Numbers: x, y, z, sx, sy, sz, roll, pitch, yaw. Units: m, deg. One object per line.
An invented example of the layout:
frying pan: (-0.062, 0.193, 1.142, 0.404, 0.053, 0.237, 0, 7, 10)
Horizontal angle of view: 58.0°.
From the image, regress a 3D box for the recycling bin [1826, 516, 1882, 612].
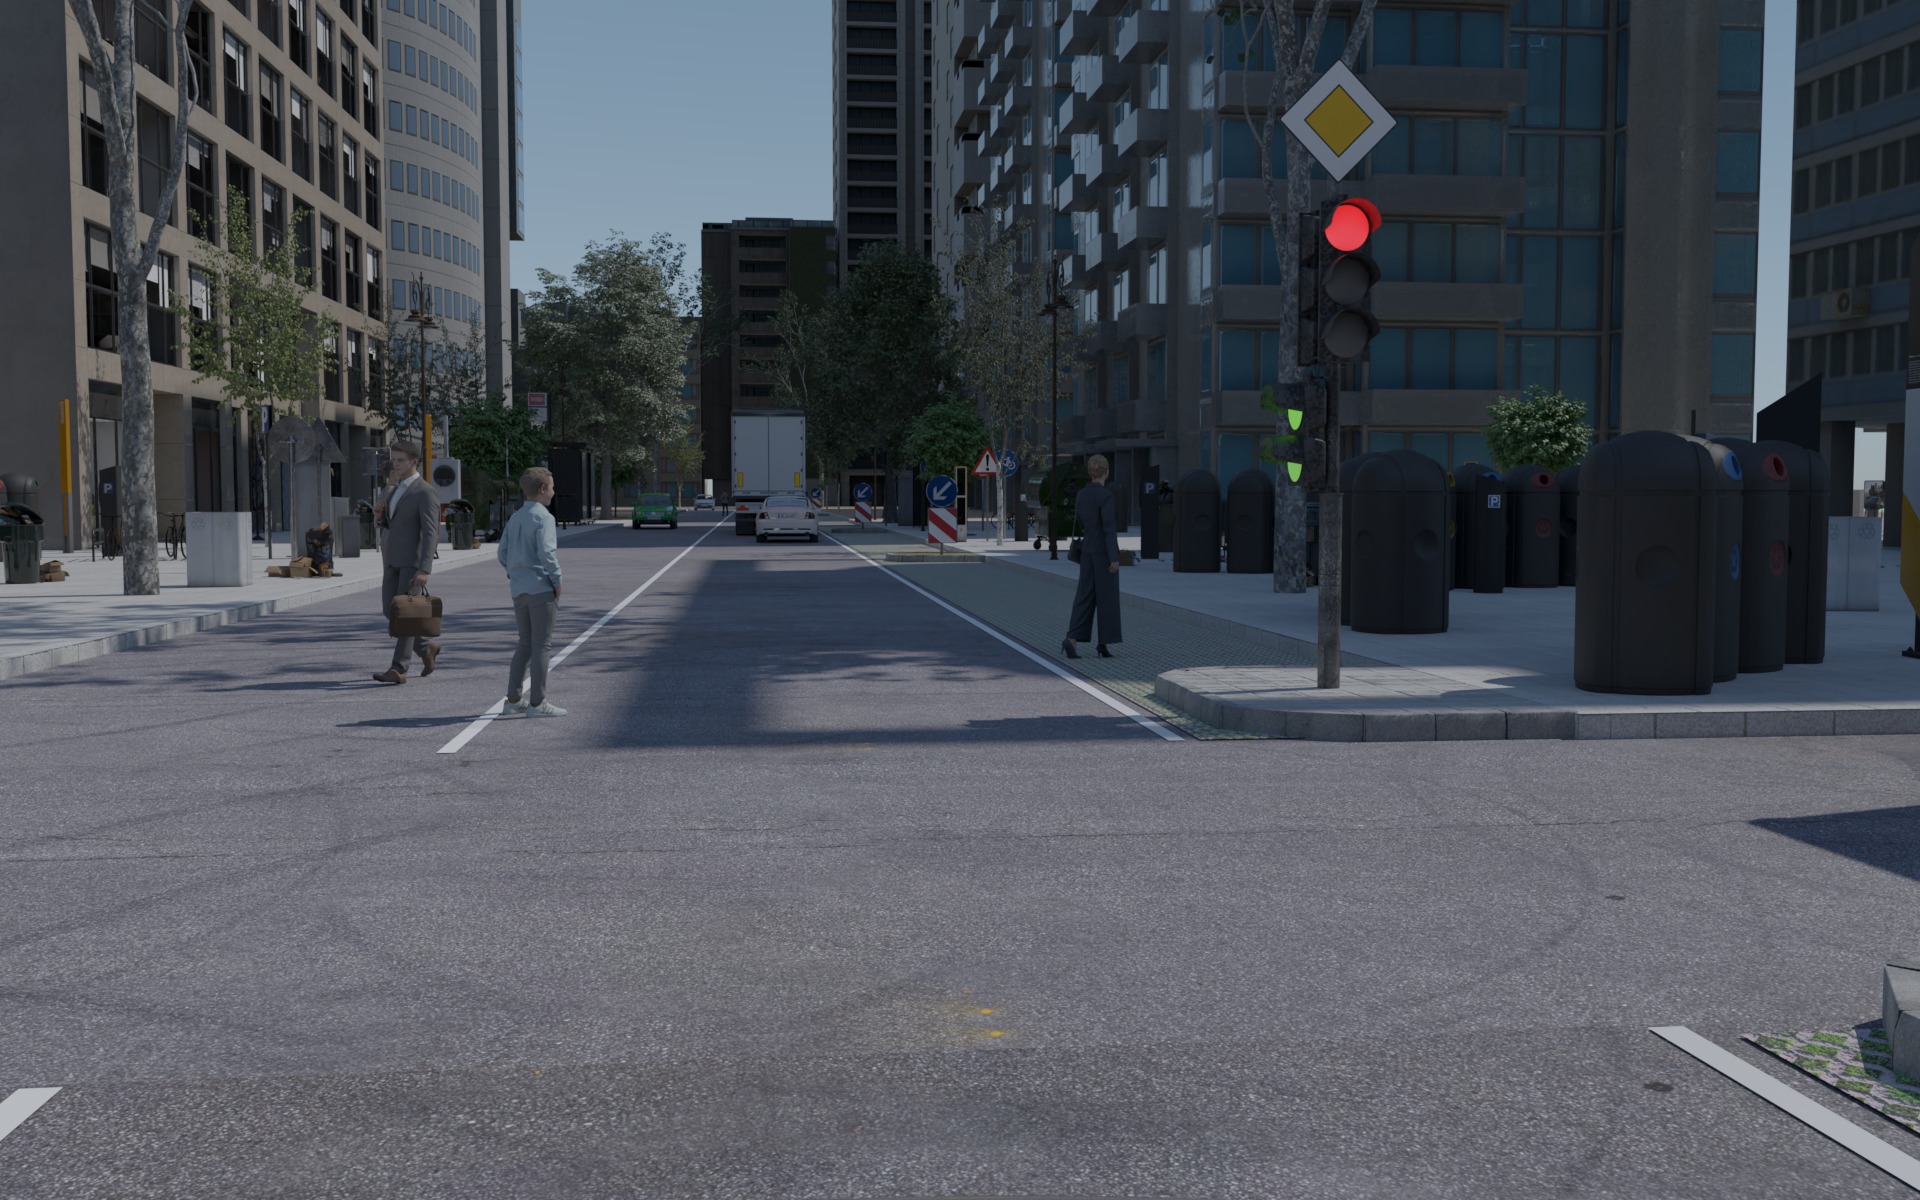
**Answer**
recycling bin: (9.737, -0.411, 19.272, 0.722, 1.027, 0.722, 0, 4, 6)

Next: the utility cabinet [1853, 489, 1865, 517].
utility cabinet: (39.108, -4.126, 76.136, 0.318, 1.500, 1.173, -2, 4, -25)

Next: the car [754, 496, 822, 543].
car: (-5.221, -2.454, 52.491, 2.083, 1.381, 4.827, 0, 4, -5)

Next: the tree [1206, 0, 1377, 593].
tree: (5.777, -10.156, 21.943, 12.611, 20.169, 13.585, 0, 3, 0)

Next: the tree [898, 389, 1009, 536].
tree: (-0.284, -4.288, 53.818, 4.285, 4.588, 4.351, 0, 3, 0)

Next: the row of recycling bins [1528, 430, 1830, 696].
row of recycling bins: (5.317, -0.322, 12.376, 1.069, 1.692, 3.534, 3, 5, 41)

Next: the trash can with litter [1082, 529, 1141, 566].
trash can with litter: (2.718, -1.207, 31.122, 1.055, 1.170, 0.624, 1, 4, 14)

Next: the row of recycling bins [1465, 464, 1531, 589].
row of recycling bins: (7.412, -1.018, 23.752, 3.534, 1.692, 1.069, -1, 4, -22)

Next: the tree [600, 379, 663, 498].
tree: (-20.328, -9.673, 108.515, 4.360, 8.622, 3.978, 0, 3, 0)

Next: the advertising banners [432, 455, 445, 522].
advertising banners: (-23.407, -5.042, 78.617, 0.090, 3.025, 2.074, 1, 4, 21)

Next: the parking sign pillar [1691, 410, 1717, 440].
parking sign pillar: (23.967, -4.115, 55.744, 1.447, 3.967, 1.447, -3, 5, -44)

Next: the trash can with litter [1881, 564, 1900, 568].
trash can with litter: (15.476, -1.202, 30.708, 2.233, 1.210, 1.678, 3, 4, 38)

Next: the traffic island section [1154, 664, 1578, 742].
traffic island section: (2.463, 0.661, 11.477, 2.009, 0.180, 2.903, 0, 4, -7)

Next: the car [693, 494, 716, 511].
car: (-22.254, -8.491, 150.827, 2.014, 1.417, 4.499, 0, 4, -8)

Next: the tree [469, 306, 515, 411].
tree: (-19.603, -7.212, 68.273, 4.360, 8.622, 3.978, 0, 3, 0)

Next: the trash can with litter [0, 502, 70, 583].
trash can with litter: (-13.458, -0.836, 25.053, 0.624, 1.170, 1.055, 1, 4, 9)

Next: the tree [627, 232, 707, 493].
tree: (-20.540, -16.349, 123.195, 12.611, 20.169, 13.585, 0, 3, 0)

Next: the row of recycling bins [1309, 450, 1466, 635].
row of recycling bins: (4.225, -0.633, 17.468, 1.069, 1.692, 3.534, 0, 4, 7)

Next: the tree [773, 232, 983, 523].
tree: (-3.098, -9.733, 76.138, 9.611, 12.733, 9.660, 0, 3, 0)

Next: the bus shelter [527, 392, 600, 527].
bus shelter: (-16.252, -5.713, 71.039, 2.179, 5.291, 8.768, 0, 4, -7)

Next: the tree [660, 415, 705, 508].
tree: (-25.792, -12.850, 160.462, 4.737, 8.622, 4.395, 0, 3, 0)

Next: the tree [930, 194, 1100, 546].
tree: (1.080, -5.648, 42.700, 4.360, 8.622, 3.978, 0, 3, 0)

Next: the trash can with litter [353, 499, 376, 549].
trash can with litter: (-13.535, -1.768, 40.297, 1.055, 1.170, 0.624, -2, 4, -24)

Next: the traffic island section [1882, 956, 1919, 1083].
traffic island section: (3.401, 1.146, 3.547, 2.009, 0.180, 2.903, 0, 4, -7)

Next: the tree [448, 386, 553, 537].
tree: (-14.088, -4.221, 52.735, 4.285, 4.588, 4.351, 0, 3, 0)

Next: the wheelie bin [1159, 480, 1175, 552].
wheelie bin: (4.537, -1.859, 38.300, 0.693, 1.594, 0.980, 1, 4, 16)

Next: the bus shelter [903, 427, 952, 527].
bus shelter: (-0.975, -4.430, 63.716, 1.731, 3.624, 6.357, 0, 4, -7)

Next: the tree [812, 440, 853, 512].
tree: (-11.324, -12.168, 149.315, 4.737, 8.622, 4.395, 0, 3, 0)

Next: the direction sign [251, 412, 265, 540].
direction sign: (-19.492, -3.424, 47.975, 0.379, 3.537, 0.876, -1, 4, -11)

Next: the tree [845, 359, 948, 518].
tree: (-3.735, -9.661, 92.372, 7.601, 10.594, 8.767, 1, 4, 21)

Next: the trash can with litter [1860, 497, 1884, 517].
trash can with litter: (39.196, -3.870, 74.665, 1.055, 1.170, 0.624, -1, 4, -20)

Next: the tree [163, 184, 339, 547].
tree: (-16.652, -5.565, 41.352, 4.737, 8.622, 4.395, 0, 3, 0)

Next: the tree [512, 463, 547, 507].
tree: (-14.785, -3.941, 59.035, 1.663, 3.219, 1.824, 0, 3, 0)

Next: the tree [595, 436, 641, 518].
tree: (-19.016, -6.821, 95.229, 4.285, 4.588, 4.351, 0, 3, 0)

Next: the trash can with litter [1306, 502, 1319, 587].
trash can with litter: (4.894, -0.781, 24.162, 0.624, 1.170, 1.055, 2, 4, 25)

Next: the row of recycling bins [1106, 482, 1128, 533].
row of recycling bins: (4.288, -3.164, 58.838, 1.069, 1.692, 3.534, -3, 5, -42)

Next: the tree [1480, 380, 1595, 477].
tree: (16.724, -4.063, 50.138, 4.285, 4.588, 4.351, 0, 3, 0)

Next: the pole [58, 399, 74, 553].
pole: (-19.282, -2.661, 37.350, 0.158, 3.312, 0.155, 0, 3, 0)

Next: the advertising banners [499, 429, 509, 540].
advertising banners: (-12.056, -3.038, 45.861, 0.090, 3.025, 2.074, -1, 4, -9)

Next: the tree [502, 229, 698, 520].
tree: (-17.452, -10.911, 85.046, 9.857, 13.997, 8.962, 0, 3, 0)

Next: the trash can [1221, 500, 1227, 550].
trash can: (6.218, -1.703, 39.492, 0.748, 1.137, 0.748, 0, 3, 0)

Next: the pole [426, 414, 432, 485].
pole: (-13.637, -3.093, 44.411, 0.158, 3.312, 0.155, 0, 3, 0)

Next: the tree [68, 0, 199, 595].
tree: (-11.193, -10.049, 20.198, 12.611, 20.169, 13.585, 0, 3, 0)

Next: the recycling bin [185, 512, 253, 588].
recycling bin: (-10.317, -0.708, 24.135, 0.722, 1.027, 0.722, -1, 4, -10)

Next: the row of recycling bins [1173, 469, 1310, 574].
row of recycling bins: (5.205, -1.282, 28.072, 3.534, 1.692, 1.069, 1, 4, 16)

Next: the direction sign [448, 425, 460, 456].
direction sign: (-16.600, -3.974, 56.966, 0.379, 3.537, 0.876, 0, 4, 7)

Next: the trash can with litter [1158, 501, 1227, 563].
trash can with litter: (4.903, -1.346, 33.066, 2.233, 1.210, 1.678, 0, 4, 4)

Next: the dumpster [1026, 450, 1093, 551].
dumpster: (2.369, -2.235, 39.036, 1.502, 2.255, 1.985, 0, 4, -7)

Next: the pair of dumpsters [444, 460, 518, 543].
pair of dumpsters: (-13.152, -2.745, 47.380, 1.574, 2.255, 4.437, 0, 4, -7)

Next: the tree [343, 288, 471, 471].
tree: (-19.755, -6.808, 61.681, 4.360, 8.622, 3.978, 0, 3, 0)

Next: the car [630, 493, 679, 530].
car: (-12.589, -3.835, 71.498, 1.959, 1.807, 4.718, -1, 4, -8)

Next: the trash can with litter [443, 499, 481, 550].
trash can with litter: (-11.472, -1.750, 39.995, 0.624, 1.170, 1.055, 0, 4, 2)

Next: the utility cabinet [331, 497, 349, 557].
utility cabinet: (-12.854, -1.515, 35.938, 0.306, 1.237, 1.020, -2, 4, -23)

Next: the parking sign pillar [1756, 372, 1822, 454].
parking sign pillar: (18.490, -3.073, 38.720, 1.447, 3.967, 1.447, 2, 4, 25)

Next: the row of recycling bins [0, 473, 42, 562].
row of recycling bins: (-18.479, -1.531, 32.141, 1.069, 1.692, 3.534, 0, 4, 7)
